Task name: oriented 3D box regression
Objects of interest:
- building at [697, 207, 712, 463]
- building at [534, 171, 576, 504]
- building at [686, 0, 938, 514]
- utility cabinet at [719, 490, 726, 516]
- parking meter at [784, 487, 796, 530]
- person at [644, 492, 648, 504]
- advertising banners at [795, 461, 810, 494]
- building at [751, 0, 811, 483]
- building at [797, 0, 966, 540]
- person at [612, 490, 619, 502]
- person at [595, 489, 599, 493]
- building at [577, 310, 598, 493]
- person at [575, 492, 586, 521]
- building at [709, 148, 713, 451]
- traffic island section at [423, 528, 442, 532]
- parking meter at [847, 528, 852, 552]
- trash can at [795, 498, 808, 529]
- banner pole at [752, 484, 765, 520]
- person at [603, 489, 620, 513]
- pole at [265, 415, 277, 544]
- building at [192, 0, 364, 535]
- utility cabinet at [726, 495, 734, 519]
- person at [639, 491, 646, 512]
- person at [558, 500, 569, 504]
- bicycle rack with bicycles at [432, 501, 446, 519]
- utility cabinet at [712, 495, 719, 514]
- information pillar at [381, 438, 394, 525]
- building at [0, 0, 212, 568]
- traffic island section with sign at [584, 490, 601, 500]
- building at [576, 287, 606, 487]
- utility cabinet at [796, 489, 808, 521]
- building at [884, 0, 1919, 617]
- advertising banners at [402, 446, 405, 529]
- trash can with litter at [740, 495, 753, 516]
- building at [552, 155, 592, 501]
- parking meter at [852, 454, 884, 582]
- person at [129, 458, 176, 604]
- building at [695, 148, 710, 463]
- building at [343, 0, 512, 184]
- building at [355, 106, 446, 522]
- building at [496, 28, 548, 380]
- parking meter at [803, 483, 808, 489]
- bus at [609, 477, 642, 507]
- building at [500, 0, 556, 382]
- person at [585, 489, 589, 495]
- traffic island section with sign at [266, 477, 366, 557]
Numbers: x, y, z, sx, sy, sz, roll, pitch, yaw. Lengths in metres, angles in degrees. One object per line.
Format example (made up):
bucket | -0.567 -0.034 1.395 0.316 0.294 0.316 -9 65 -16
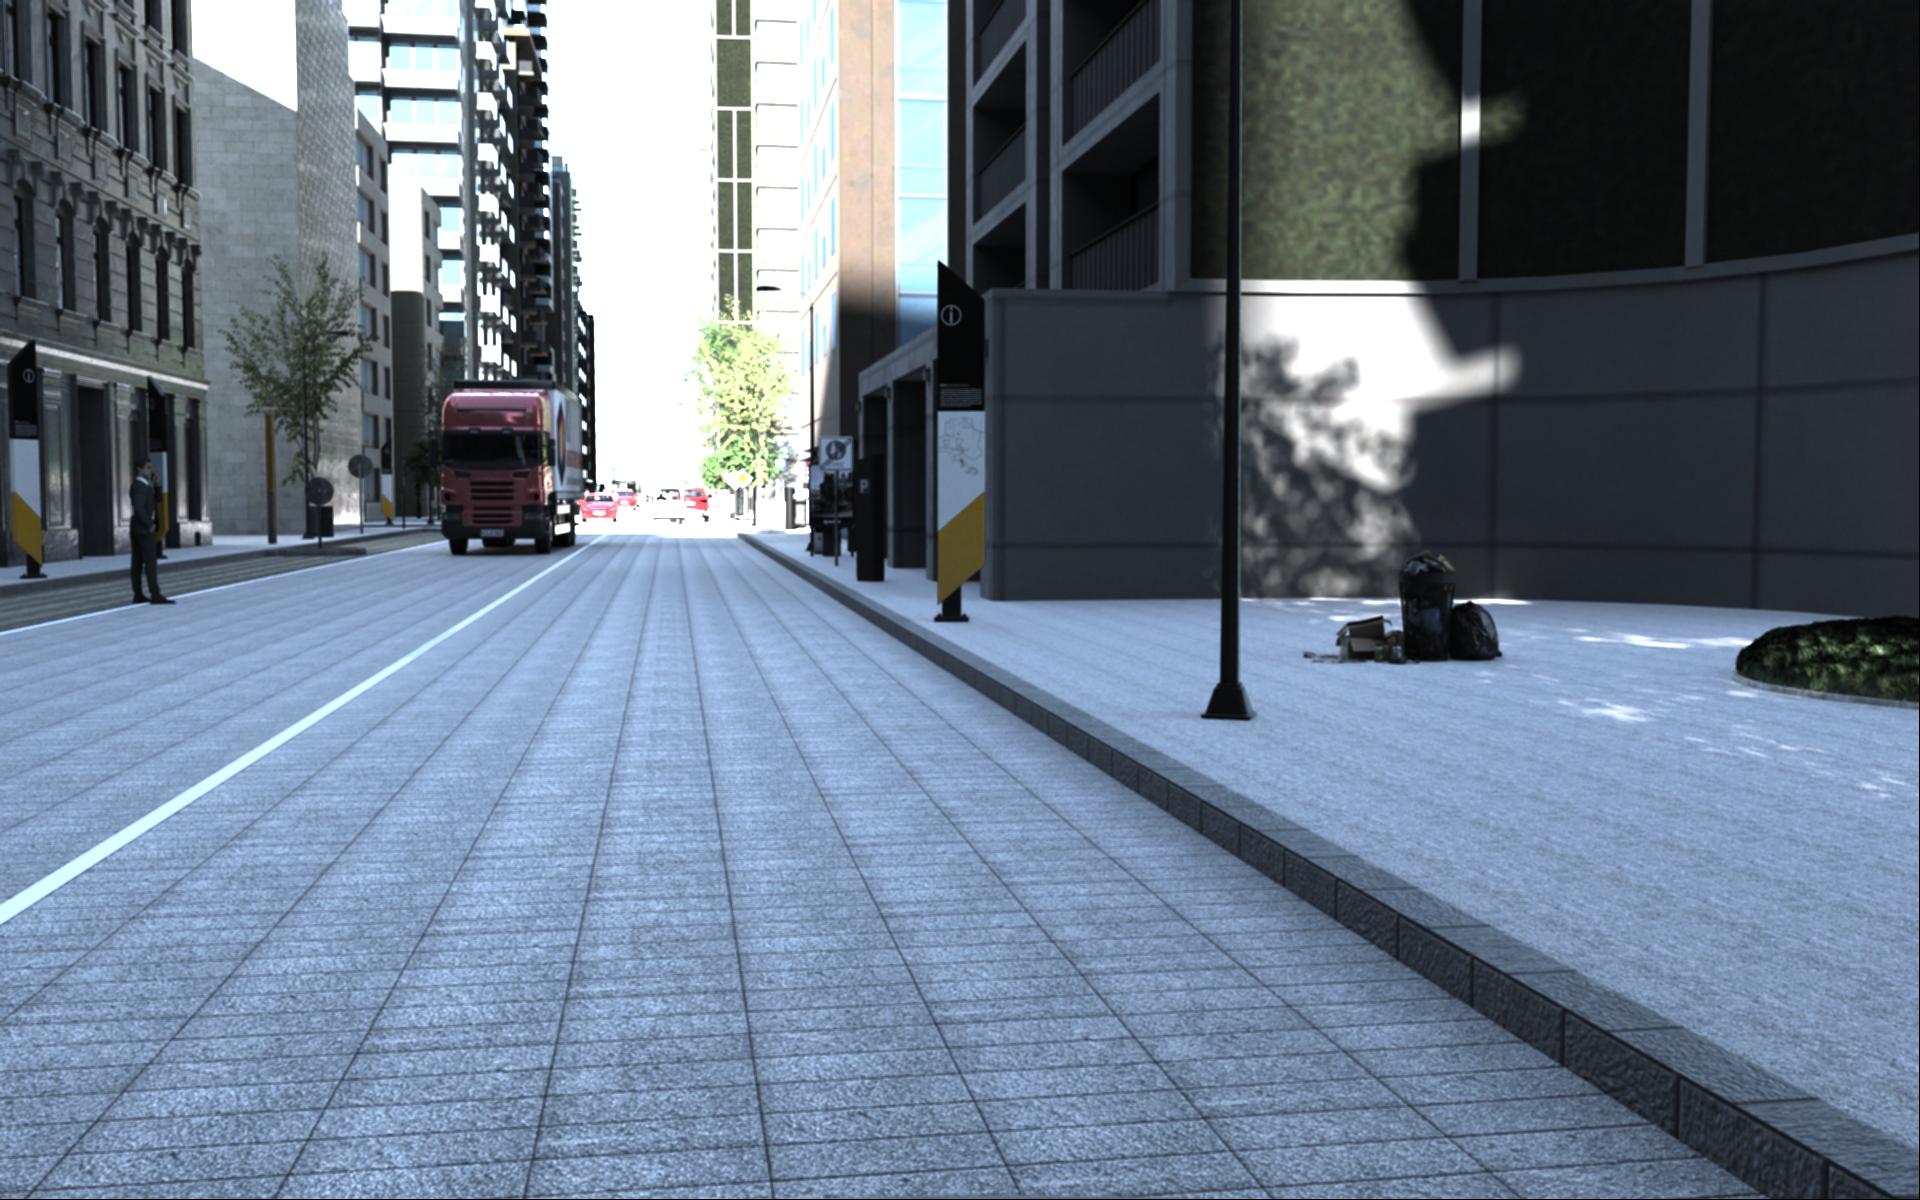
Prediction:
building | -30.648 -34.599 249.287 14.154 41.232 14.086 -1 4 -9
building | -54.898 -32.353 212.565 14.154 41.232 14.086 -1 4 -9
building | -11.683 -42.812 138.234 20.563 71.187 20.611 -1 4 -9
utility cabinet | -13.981 -5.706 101.964 0.318 1.500 1.173 -1 4 -14
parking meter | -6.070 -3.262 61.750 0.372 1.533 0.369 0 3 0
person | -44.436 -14.385 244.244 0.990 1.755 0.434 1 4 16
advertising banners | -8.483 -5.849 91.811 0.090 3.025 2.074 2 4 33
building | -6.727 -26.344 114.323 14.154 41.232 14.086 -1 4 -9
building | 2.520 -24.573 51.888 14.600 45.320 14.200 -1 4 -9
person | -27.633 -7.938 138.689 0.661 1.777 0.834 -1 4 -14
person | -21.753 -5.805 104.248 0.643 1.720 0.563 1 4 14
building | -63.454 -30.277 266.730 14.160 30.474 14.107 -1 4 -9
person | -19.978 -5.083 91.392 0.659 1.850 0.755 -1 4 -19
building | -19.849 -36.112 214.133 21.300 48.544 21.600 -1 4 -9
traffic island section | -19.279 -2.682 66.138 2.009 0.180 2.903 -1 4 -9
parking meter | -2.367 -2.010 38.570 0.255 1.863 0.399 -1 4 -10
trash can | -5.996 -3.231 64.485 0.748 1.137 0.748 0 3 0
banner pole | -9.915 -5.833 85.379 0.863 3.779 0.401 -3 5 -43
person | -26.612 -7.533 131.883 1.509 1.804 0.699 -2 4 -25
pole | -17.754 -3.106 44.629 0.158 3.312 0.155 0 3 0
building | -29.739 -12.411 57.674 16.860 20.320 10.420 -1 4 -9
utility cabinet | -12.006 -4.849 90.445 0.306 1.237 1.020 -1 4 -13
person | -24.781 -7.692 135.269 0.512 1.701 0.522 0 4 -6
person | -17.856 -4.218 77.633 0.590 1.801 0.661 3 5 42
bicycle rack with bicycles | -25.646 -4.608 88.726 2.852 0.926 2.925 -2 4 -31
utility cabinet | -15.839 -6.303 114.216 1.020 1.237 0.306 0 4 -7
information pillar | -24.073 -4.979 72.768 0.504 3.616 0.183 2 4 24
building | -22.036 -11.279 33.556 9.793 20.994 18.267 -1 4 -9
traffic island section with sign | -37.067 -10.025 172.539 1.989 1.847 2.006 -1 4 -9
building | -74.885 -36.203 283.806 32.217 40.220 23.993 -1 4 -9
utility cabinet | -7.363 -4.481 81.949 0.318 1.500 1.173 -2 4 -32
building | 9.700 -35.869 24.710 20.563 71.187 20.611 -1 4 -9
advertising banners | -20.364 -4.109 63.369 0.090 3.025 2.074 -1 4 -20
trash can with litter | -12.761 -5.693 104.146 1.678 1.210 2.233 -3 4 -39
building | -64.463 -38.155 243.448 23.786 49.044 30.456 -1 4 -9
parking meter | -1.327 -1.211 25.503 0.399 1.863 0.255 3 5 44
person | -10.628 -0.908 22.709 0.474 1.900 0.648 -3 4 -38
building | -34.148 -46.025 294.505 21.231 58.520 28.212 -1 4 -9
building | -44.758 -30.998 126.430 23.786 49.044 30.456 -1 4 -9
building | -42.824 -14.950 89.466 27.650 21.520 28.899 -1 4 -9
building | -49.995 -30.894 159.743 22.147 44.769 28.867 -1 4 -9
parking meter | -7.834 -5.033 87.997 0.255 1.863 0.399 0 4 -8
bus | -35.945 -11.748 186.933 2.948 3.499 13.247 0 4 -8
building | -54.604 -53.536 187.992 22.319 86.520 31.000 -1 4 -9
person | -25.193 -6.645 117.330 0.511 1.800 0.466 1 4 18
traffic island section with sign | -15.022 -1.951 40.530 1.989 1.847 2.006 -1 4 -9
